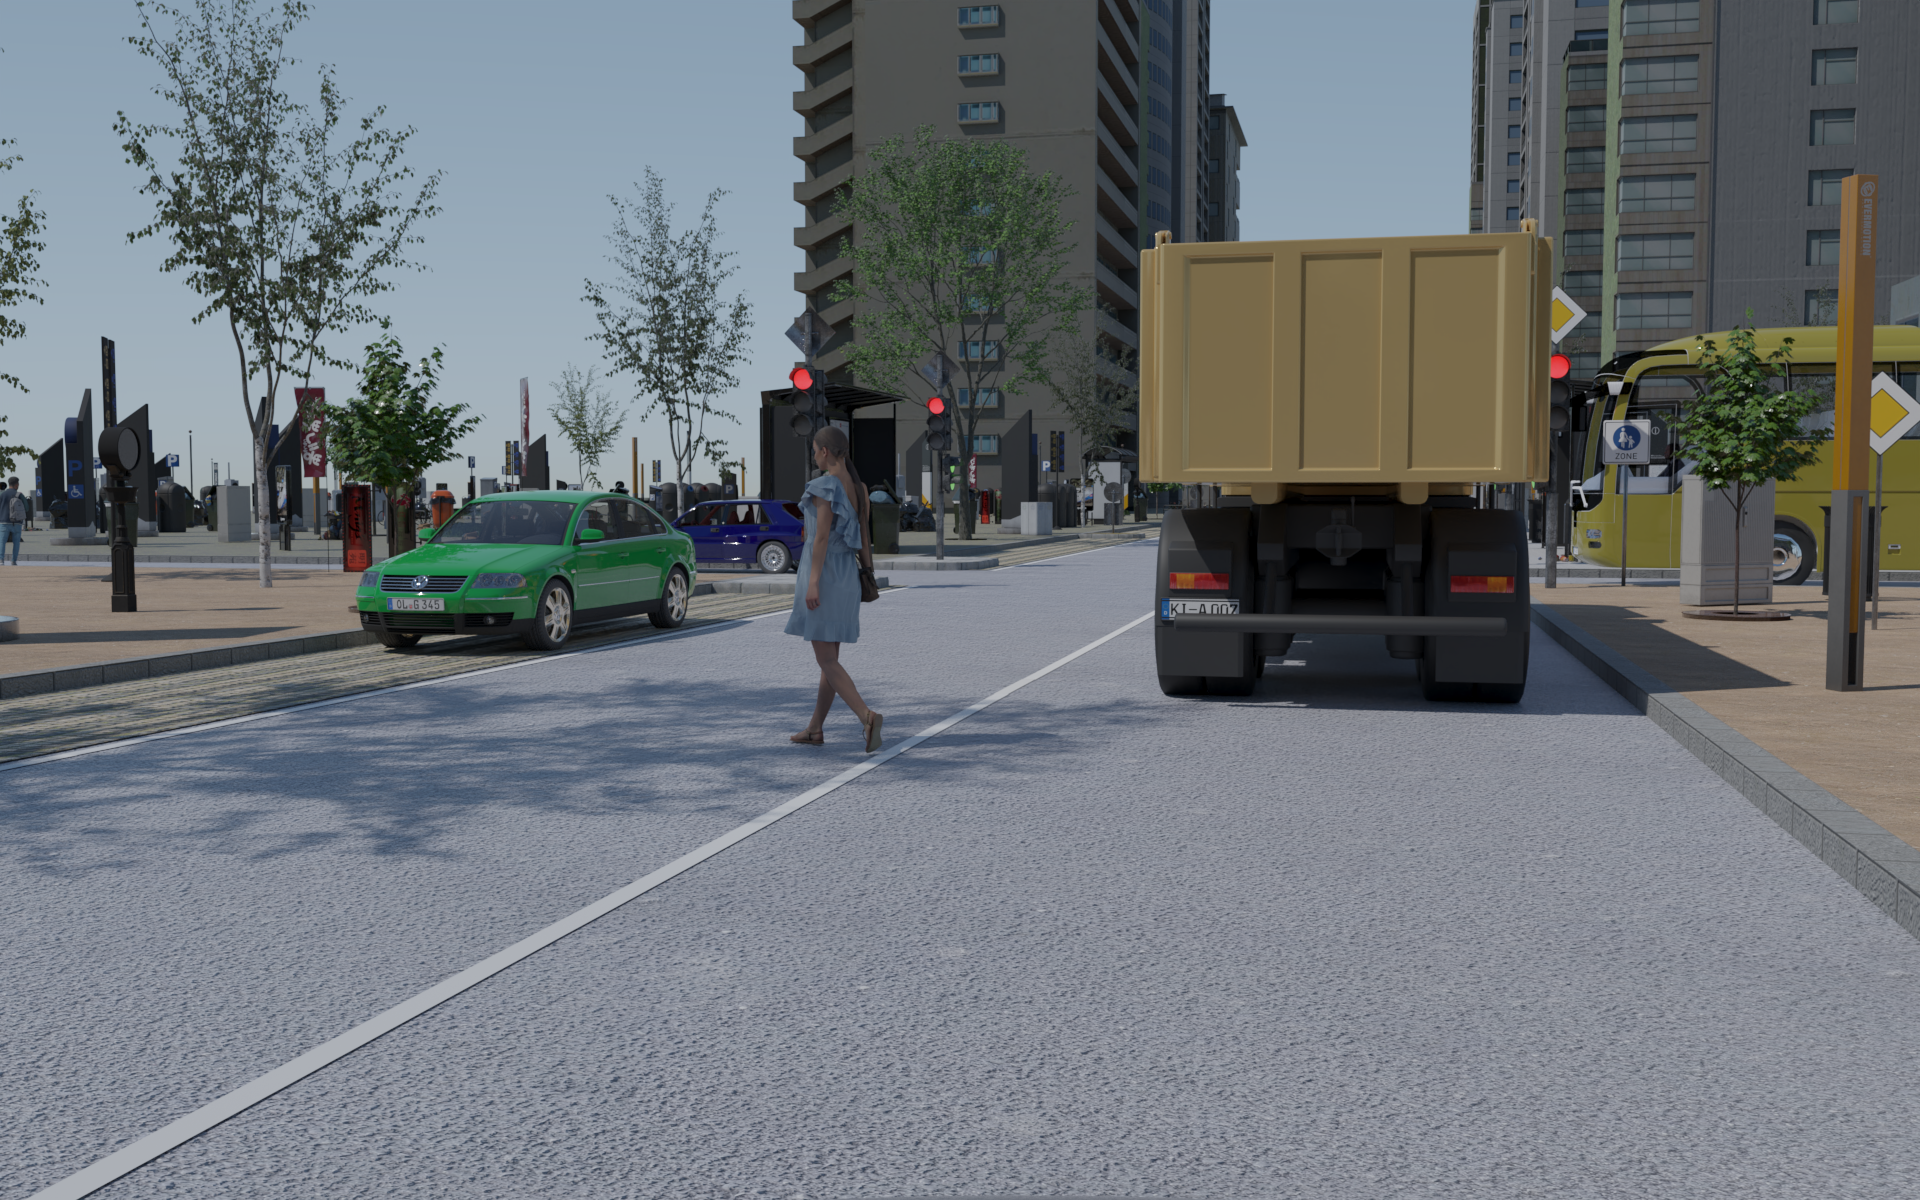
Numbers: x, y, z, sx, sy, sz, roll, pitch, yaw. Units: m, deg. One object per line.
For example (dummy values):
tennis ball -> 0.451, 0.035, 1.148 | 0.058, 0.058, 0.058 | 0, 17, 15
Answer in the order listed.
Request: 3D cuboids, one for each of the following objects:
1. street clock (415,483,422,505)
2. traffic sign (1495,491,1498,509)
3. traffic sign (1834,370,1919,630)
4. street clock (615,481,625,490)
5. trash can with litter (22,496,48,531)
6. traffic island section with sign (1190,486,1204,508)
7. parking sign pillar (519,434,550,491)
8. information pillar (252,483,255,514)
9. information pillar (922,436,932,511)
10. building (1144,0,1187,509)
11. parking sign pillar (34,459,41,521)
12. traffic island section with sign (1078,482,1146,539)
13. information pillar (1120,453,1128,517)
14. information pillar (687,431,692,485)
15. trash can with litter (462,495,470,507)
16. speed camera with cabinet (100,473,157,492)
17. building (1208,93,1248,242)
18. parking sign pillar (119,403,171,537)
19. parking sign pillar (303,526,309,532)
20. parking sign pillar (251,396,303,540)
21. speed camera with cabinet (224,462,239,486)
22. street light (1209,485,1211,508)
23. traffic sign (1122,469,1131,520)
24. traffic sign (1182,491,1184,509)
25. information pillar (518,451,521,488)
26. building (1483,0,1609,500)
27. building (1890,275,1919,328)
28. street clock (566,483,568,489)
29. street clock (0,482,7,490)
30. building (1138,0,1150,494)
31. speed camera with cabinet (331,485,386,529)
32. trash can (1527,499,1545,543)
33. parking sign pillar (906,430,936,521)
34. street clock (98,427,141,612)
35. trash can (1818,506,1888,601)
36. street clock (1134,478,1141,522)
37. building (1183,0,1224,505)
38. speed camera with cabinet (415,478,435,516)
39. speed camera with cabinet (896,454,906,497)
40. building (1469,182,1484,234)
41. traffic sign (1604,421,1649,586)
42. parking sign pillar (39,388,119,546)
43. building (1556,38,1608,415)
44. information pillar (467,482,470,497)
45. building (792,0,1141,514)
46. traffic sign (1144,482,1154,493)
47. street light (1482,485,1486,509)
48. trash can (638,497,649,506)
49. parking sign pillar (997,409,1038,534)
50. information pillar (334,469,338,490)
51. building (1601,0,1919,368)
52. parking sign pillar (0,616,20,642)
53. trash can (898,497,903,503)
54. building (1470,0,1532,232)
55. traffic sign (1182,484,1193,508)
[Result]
street clock -> -29.075, -5.391, 92.710 | 0.471, 2.002, 0.358 | 1, 4, 15
traffic sign -> 12.402, -2.449, 40.039 | 0.884, 2.594, 0.081 | 2, 4, 23
traffic sign -> 8.629, -0.923, 16.280 | 0.795, 2.450, 0.064 | 1, 4, 21
street clock -> -18.665, -5.536, 95.079 | 0.471, 2.002, 0.358 | 1, 4, 22
trash can with litter -> -32.532, -2.994, 60.003 | 1.678, 1.210, 2.233 | 0, 4, -7
traffic island section with sign -> 11.271, -4.501, 82.226 | 1.989, 1.847, 2.006 | 1, 4, 14
parking sign pillar -> -19.088, -5.460, 77.735 | 1.447, 3.967, 1.447 | 1, 4, 16
information pillar -> -46.338, -6.687, 113.829 | 0.304, 2.012, 0.304 | 0, 4, -6
information pillar -> -1.245, -4.559, 65.894 | 0.183, 3.616, 0.504 | -3, 5, -41
building -> 8.890, -37.853, 160.893 | 21.231, 58.520, 28.212 | 1, 4, 14
parking sign pillar -> -43.295, -5.745, 82.402 | 1.447, 3.967, 1.447 | 1, 4, 21
traffic island section with sign -> 4.957, -2.898, 56.018 | 1.989, 1.847, 2.006 | 1, 4, 14
information pillar -> 9.342, -6.576, 98.880 | 0.504, 3.616, 0.183 | 1, 4, 18
information pillar -> -9.982, -4.433, 63.836 | 0.183, 3.616, 0.504 | -1, 4, -19
trash can with litter -> -24.732, -4.722, 88.266 | 2.233, 1.210, 1.678 | 0, 4, -6
speed camera with cabinet -> -36.383, -4.975, 75.676 | 2.038, 3.252, 0.660 | -1, 4, -14
building -> 23.487, -39.500, 235.055 | 28.713, 52.752, 27.495 | 1, 4, 14
parking sign pillar -> -24.801, -3.872, 51.785 | 1.447, 3.967, 1.447 | 0, 4, 4
parking sign pillar -> -22.856, -4.288, 58.585 | 1.447, 3.967, 1.447 | 1, 4, 14
parking sign pillar -> -19.431, -3.671, 48.494 | 1.447, 3.967, 1.447 | -2, 4, -33
speed camera with cabinet -> -45.530, -6.895, 107.073 | 0.660, 3.252, 2.038 | 1, 4, 20
street light -> 15.703, -8.320, 108.827 | 0.468, 5.910, 1.993 | 1, 4, 14
traffic sign -> 8.146, -5.278, 86.393 | 0.768, 2.556, 0.104 | 1, 4, 19
traffic sign -> 13.342, -6.337, 103.715 | 0.768, 2.556, 0.104 | 1, 4, 20
information pillar -> -23.482, -6.216, 92.983 | 0.504, 3.616, 0.183 | 0, 4, 8
building -> 72.719, -40.544, 204.888 | 21.231, 58.520, 28.212 | 1, 4, 14
building -> 40.065, -44.378, 38.248 | 31.000, 86.520, 22.319 | 1, 4, 14
street clock -> -24.662, -6.315, 107.824 | 0.358, 2.002, 0.471 | 3, 4, 37
street clock -> -55.790, -5.894, 100.943 | 0.358, 2.002, 0.471 | 2, 4, 33
building -> 7.256, -27.878, 139.407 | 14.154, 41.232, 14.086 | 1, 4, 14
speed camera with cabinet -> -21.849, -4.211, 63.179 | 2.038, 3.252, 0.660 | -1, 4, -21
trash can -> 15.229, -2.064, 45.399 | 0.748, 1.137, 0.748 | 0, 3, 0
parking sign pillar -> -1.731, -5.209, 73.636 | 1.447, 3.967, 1.447 | -3, 5, -41
street clock -> -9.100, -0.870, 18.800 | 0.358, 2.002, 0.471 | 0, 4, 4
trash can -> 10.738, -0.563, 20.858 | 0.748, 1.137, 0.748 | 0, 3, 0
street clock -> 8.086, -4.548, 78.923 | 0.358, 2.002, 0.471 | 1, 4, 21
building -> 21.690, -47.216, 210.230 | 20.563, 71.187, 20.611 | 1, 4, 14
speed camera with cabinet -> -29.591, -6.215, 95.949 | 0.660, 3.252, 2.038 | 1, 4, 17
speed camera with cabinet -> -2.630, -5.562, 85.275 | 0.660, 3.252, 2.038 | 3, 5, 43
building -> 73.711, -33.256, 227.337 | 14.154, 41.232, 14.086 | 1, 4, 14
traffic sign -> 9.235, -1.340, 24.045 | 0.606, 2.300, 0.079 | 1, 4, 23
parking sign pillar -> -22.138, -3.370, 43.572 | 1.447, 3.967, 1.447 | -1, 4, -17
building -> 45.913, -20.844, 112.498 | 14.160, 30.474, 14.107 | 1, 4, 14
information pillar -> -29.484, -6.114, 104.460 | 0.304, 2.012, 0.304 | 2, 4, 34
building -> 0.581, -30.430, 121.226 | 21.300, 48.544, 21.600 | 1, 4, 14
traffic sign -> 8.840, -5.057, 82.688 | 0.884, 2.594, 0.081 | 1, 4, 22
street light -> 14.099, -4.505, 46.449 | 0.468, 5.910, 1.993 | 1, 4, 14
trash can -> -13.169, -3.699, 72.140 | 0.748, 1.137, 0.748 | 0, 3, 0
parking sign pillar -> 1.924, -4.118, 55.797 | 1.447, 3.967, 1.447 | -3, 5, -41
information pillar -> -37.241, -6.850, 103.347 | 0.183, 3.616, 0.504 | 0, 4, -5
building -> 37.123, -24.245, 79.997 | 14.154, 41.232, 14.086 | 1, 4, 14
parking sign pillar -> -9.010, -1.620, 14.963 | 1.447, 3.967, 1.447 | -2, 4, -25
trash can -> -2.709, -4.155, 79.586 | 0.748, 1.137, 0.748 | 0, 3, 0
building -> 80.423, -49.258, 243.612 | 20.563, 71.187, 20.611 | 1, 4, 14
traffic sign -> 12.147, -5.532, 92.580 | 0.606, 2.300, 0.079 | 1, 4, 20
